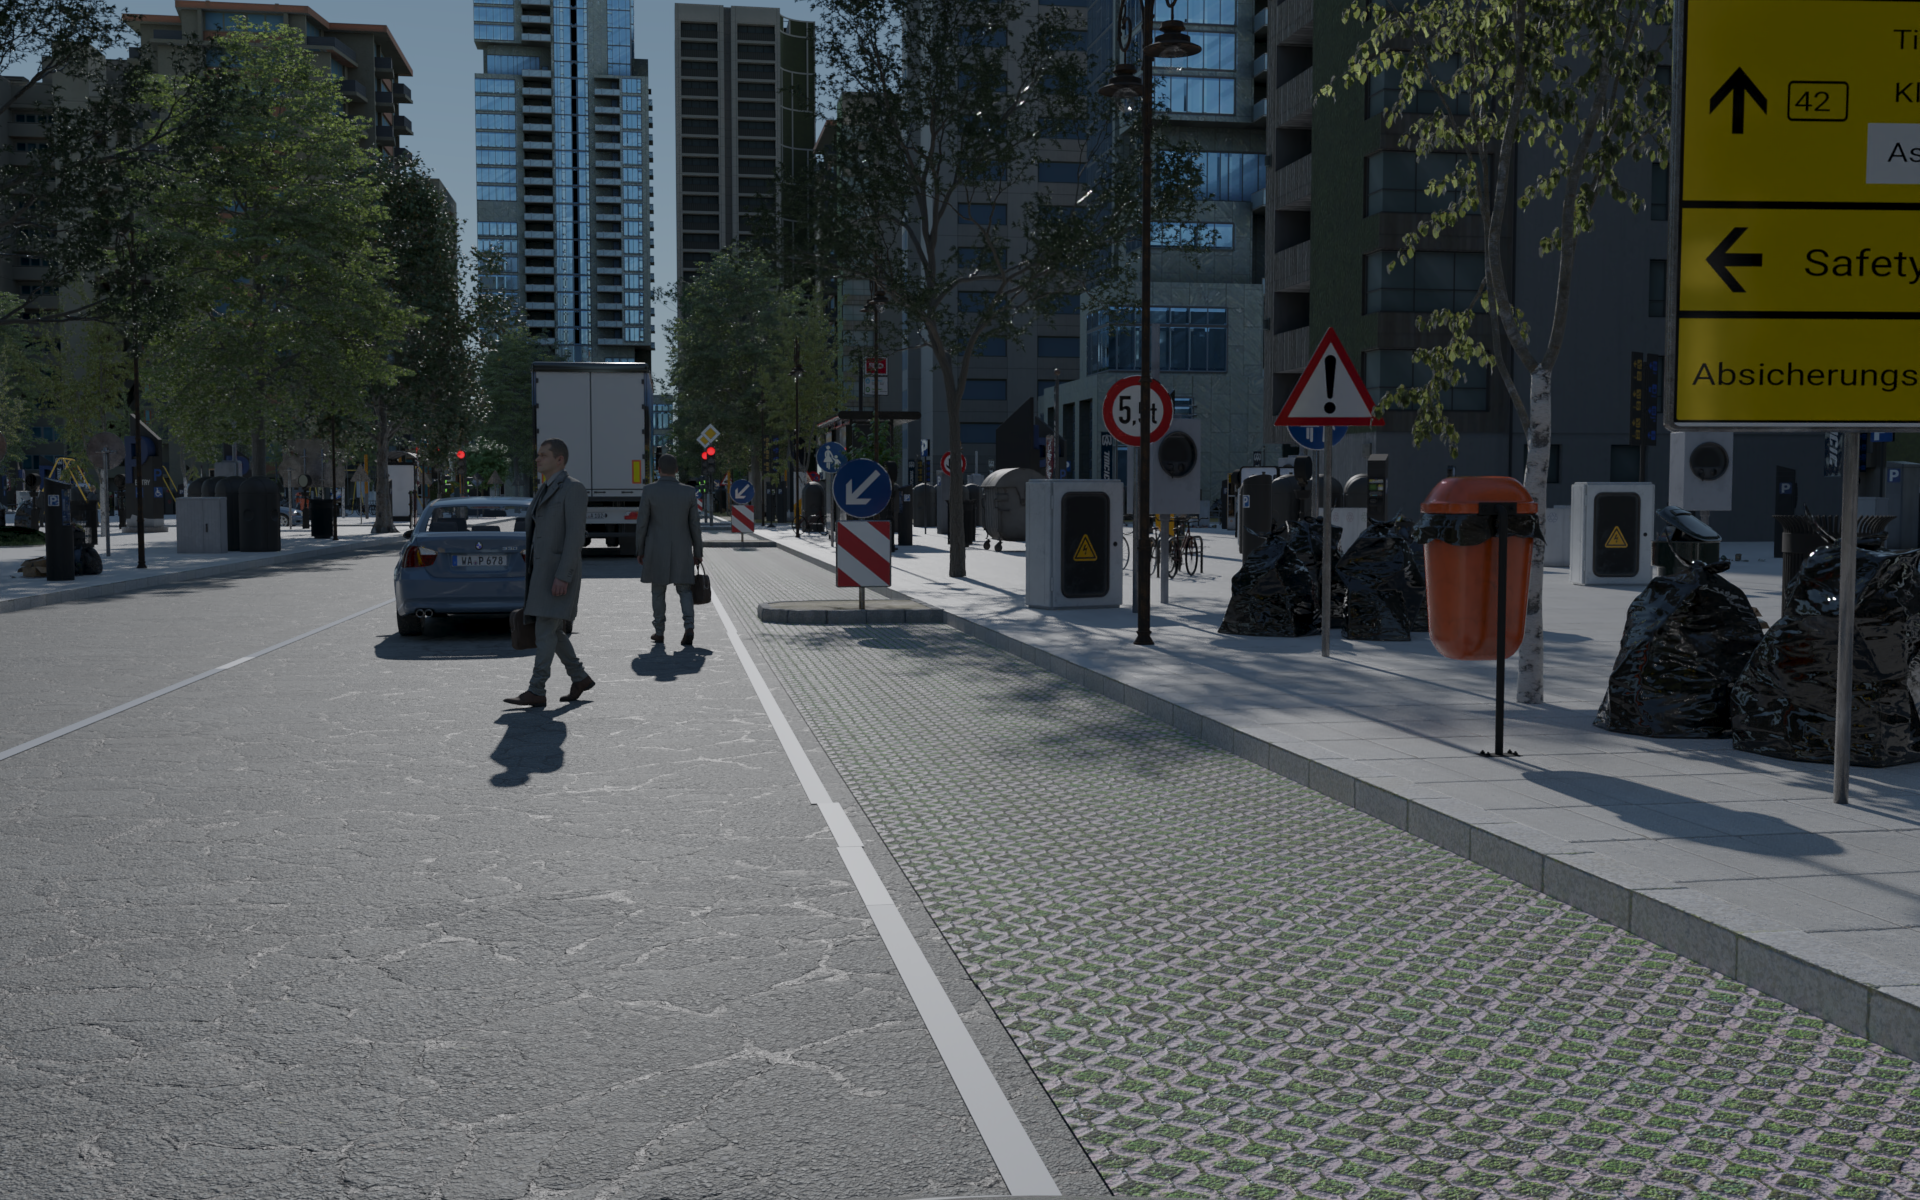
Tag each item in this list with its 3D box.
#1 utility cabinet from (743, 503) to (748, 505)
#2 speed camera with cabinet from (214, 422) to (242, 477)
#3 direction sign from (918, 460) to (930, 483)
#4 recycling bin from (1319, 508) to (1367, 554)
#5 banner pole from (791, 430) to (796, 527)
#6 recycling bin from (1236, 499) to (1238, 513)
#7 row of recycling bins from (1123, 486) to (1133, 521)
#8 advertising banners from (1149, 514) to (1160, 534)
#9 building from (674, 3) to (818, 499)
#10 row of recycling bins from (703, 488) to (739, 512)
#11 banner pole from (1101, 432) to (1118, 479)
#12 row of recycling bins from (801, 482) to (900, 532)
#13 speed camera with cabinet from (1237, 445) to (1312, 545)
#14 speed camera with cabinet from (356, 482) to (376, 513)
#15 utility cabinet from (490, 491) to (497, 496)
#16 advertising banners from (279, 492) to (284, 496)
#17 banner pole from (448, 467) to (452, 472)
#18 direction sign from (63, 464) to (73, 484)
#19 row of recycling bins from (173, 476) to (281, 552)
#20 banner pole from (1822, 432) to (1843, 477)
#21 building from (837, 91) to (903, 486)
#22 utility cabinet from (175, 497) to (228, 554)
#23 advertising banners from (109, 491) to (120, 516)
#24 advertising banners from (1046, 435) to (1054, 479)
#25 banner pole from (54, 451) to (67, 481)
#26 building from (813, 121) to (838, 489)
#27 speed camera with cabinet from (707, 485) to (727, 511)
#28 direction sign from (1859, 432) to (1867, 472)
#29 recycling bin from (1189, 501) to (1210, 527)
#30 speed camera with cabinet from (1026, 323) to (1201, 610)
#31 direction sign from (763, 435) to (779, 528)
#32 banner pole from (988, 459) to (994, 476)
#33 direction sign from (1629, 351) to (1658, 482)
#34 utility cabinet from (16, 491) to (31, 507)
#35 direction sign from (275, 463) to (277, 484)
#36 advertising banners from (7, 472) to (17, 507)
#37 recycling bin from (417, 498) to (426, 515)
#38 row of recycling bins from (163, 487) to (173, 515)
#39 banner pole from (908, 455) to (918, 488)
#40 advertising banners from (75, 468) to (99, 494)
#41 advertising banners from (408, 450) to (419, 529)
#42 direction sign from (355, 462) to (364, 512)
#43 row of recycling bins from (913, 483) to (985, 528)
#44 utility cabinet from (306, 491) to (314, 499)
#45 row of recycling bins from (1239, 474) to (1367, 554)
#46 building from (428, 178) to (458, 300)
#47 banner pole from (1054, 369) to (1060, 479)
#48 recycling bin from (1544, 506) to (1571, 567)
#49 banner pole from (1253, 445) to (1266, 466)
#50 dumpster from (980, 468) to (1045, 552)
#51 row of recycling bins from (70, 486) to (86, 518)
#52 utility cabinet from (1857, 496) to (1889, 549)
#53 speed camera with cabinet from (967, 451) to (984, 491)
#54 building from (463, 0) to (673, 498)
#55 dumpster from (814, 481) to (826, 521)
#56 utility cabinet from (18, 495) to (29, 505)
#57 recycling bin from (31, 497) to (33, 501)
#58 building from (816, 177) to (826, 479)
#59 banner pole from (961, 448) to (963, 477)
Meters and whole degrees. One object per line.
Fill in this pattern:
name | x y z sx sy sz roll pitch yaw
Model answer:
utility cabinet | -11.393 -4.959 92.242 0.306 1.237 1.020 0 4 -4
speed camera with cabinet | -20.266 -3.309 48.438 0.660 3.252 2.038 0 4 -7
direction sign | -2.403 -7.521 114.970 0.876 3.537 0.379 0 4 5
recycling bin | 7.068 -1.180 31.846 0.722 1.027 0.722 -2 4 -28
banner pole | -6.328 -4.714 67.097 0.401 3.779 0.863 -1 4 -13
recycling bin | 12.893 -4.254 82.100 0.722 1.027 0.722 2 4 23
row of recycling bins | 7.333 -4.674 83.531 1.069 1.692 3.534 2 4 29
advertising banners | 6.611 -3.645 55.779 0.090 3.025 2.074 -3 5 -44
building | -31.730 -50.116 257.648 20.611 71.187 20.563 -1 4 -10
row of recycling bins | -19.224 -8.362 143.827 3.534 1.692 1.069 -2 4 -27
banner pole | 5.335 -4.359 61.292 0.863 3.779 0.401 -1 4 -22
row of recycling bins | -3.660 -3.139 58.439 3.534 1.692 1.069 1 4 12
speed camera with cabinet | 7.660 -2.922 42.107 0.660 3.252 2.038 -2 4 -35
speed camera with cabinet | -39.598 -7.441 116.003 0.660 3.252 2.038 1 4 14
utility cabinet | -29.859 -6.214 110.277 0.318 1.500 1.173 1 4 10
advertising banners | -52.772 -8.559 136.135 0.090 3.025 2.074 1 4 21
banner pole | -31.820 -7.222 108.101 0.401 3.779 0.863 -3 4 -37
direction sign | -70.082 -8.832 136.400 0.379 3.537 0.876 0 4 4
row of recycling bins | -16.585 -1.978 39.448 3.534 1.692 1.069 3 5 44
banner pole | 15.450 -2.472 30.434 0.401 3.779 0.863 -1 4 -10
building | -5.919 -30.382 180.339 14.154 41.232 14.086 -1 4 -10
utility cabinet | -16.405 -1.608 37.460 1.020 1.237 0.306 0 4 6
advertising banners | -49.069 -6.424 101.217 0.090 3.025 2.074 1 4 20
advertising banners | 2.363 -3.432 52.300 0.090 3.025 2.074 -2 4 -23
banner pole | -52.313 -6.785 100.943 0.401 3.779 0.863 3 5 43
building | -5.511 -33.486 202.118 22.147 44.769 28.867 -1 4 -10
speed camera with cabinet | -18.031 -8.336 130.629 2.038 3.252 0.660 -1 4 -19
direction sign | 32.046 -4.287 62.096 0.876 3.537 0.379 0 4 -4
recycling bin | 9.288 -3.353 67.373 0.722 1.027 0.722 0 4 -5
speed camera with cabinet | 1.758 -1.552 19.710 2.038 3.252 0.660 -2 4 -29
direction sign | -7.231 -4.543 66.276 0.379 3.537 0.876 3 4 36
banner pole | 2.099 -7.252 108.585 0.863 3.779 0.401 2 4 32
direction sign | 10.982 -2.194 27.871 0.876 3.537 0.379 -3 5 -43
utility cabinet | -68.281 -7.195 126.323 0.318 1.500 1.173 1 4 8
direction sign | -49.582 -8.174 125.642 0.379 3.537 0.876 -2 4 -27
advertising banners | -75.653 -8.740 139.087 2.074 3.025 0.090 -1 4 -19
recycling bin | -32.911 -5.684 105.482 0.722 1.027 0.722 -1 4 -10
row of recycling bins | -49.414 -6.105 106.927 1.069 1.692 3.534 1 4 19
banner pole | -2.973 -7.451 111.841 0.863 3.779 0.401 -1 4 -21
advertising banners | -57.724 -7.280 115.220 2.074 3.025 0.090 -3 5 -44
advertising banners | -20.177 -4.152 64.074 0.090 3.025 2.074 0 4 -7
direction sign | -42.315 -7.978 122.436 0.379 3.537 0.876 3 4 36
row of recycling bins | -0.415 -3.753 68.478 1.069 1.692 3.534 3 5 44
utility cabinet | -47.806 -7.201 126.413 1.173 1.500 0.318 -2 4 -26
row of recycling bins | 7.305 -1.788 36.343 1.069 1.692 3.534 -3 5 -42
building | -84.421 -38.321 250.252 21.600 48.544 21.300 -1 4 -10
banner pole | 1.936 -2.751 34.999 0.401 3.779 0.863 0 4 -2
recycling bin | 10.703 -1.105 30.616 0.722 1.027 0.722 2 4 25
banner pole | 15.414 -6.054 89.006 0.863 3.779 0.401 -1 4 -19
dumpster | 1.235 -2.036 39.050 1.264 1.857 1.865 -1 4 -10
row of recycling bins | -48.764 -5.336 94.358 3.534 1.692 1.069 3 5 39
utility cabinet | 19.910 -1.638 37.938 0.306 1.237 1.020 0 4 -2
speed camera with cabinet | 1.390 -5.237 79.956 2.038 3.252 0.660 -1 4 -12
building | -58.058 -57.528 253.261 31.000 86.520 22.319 -1 4 -10
dumpster | -6.397 -4.413 77.908 1.264 1.857 1.865 -1 4 -10
utility cabinet | -45.020 -4.410 83.263 0.306 1.237 1.020 -3 4 -39
recycling bin | -70.117 -7.223 130.649 0.722 1.027 0.722 -1 4 -11
building | -8.171 -41.440 266.777 27.495 52.752 28.713 -1 4 -10
banner pole | 0.071 -6.362 94.032 0.401 3.779 0.863 -1 4 -9
